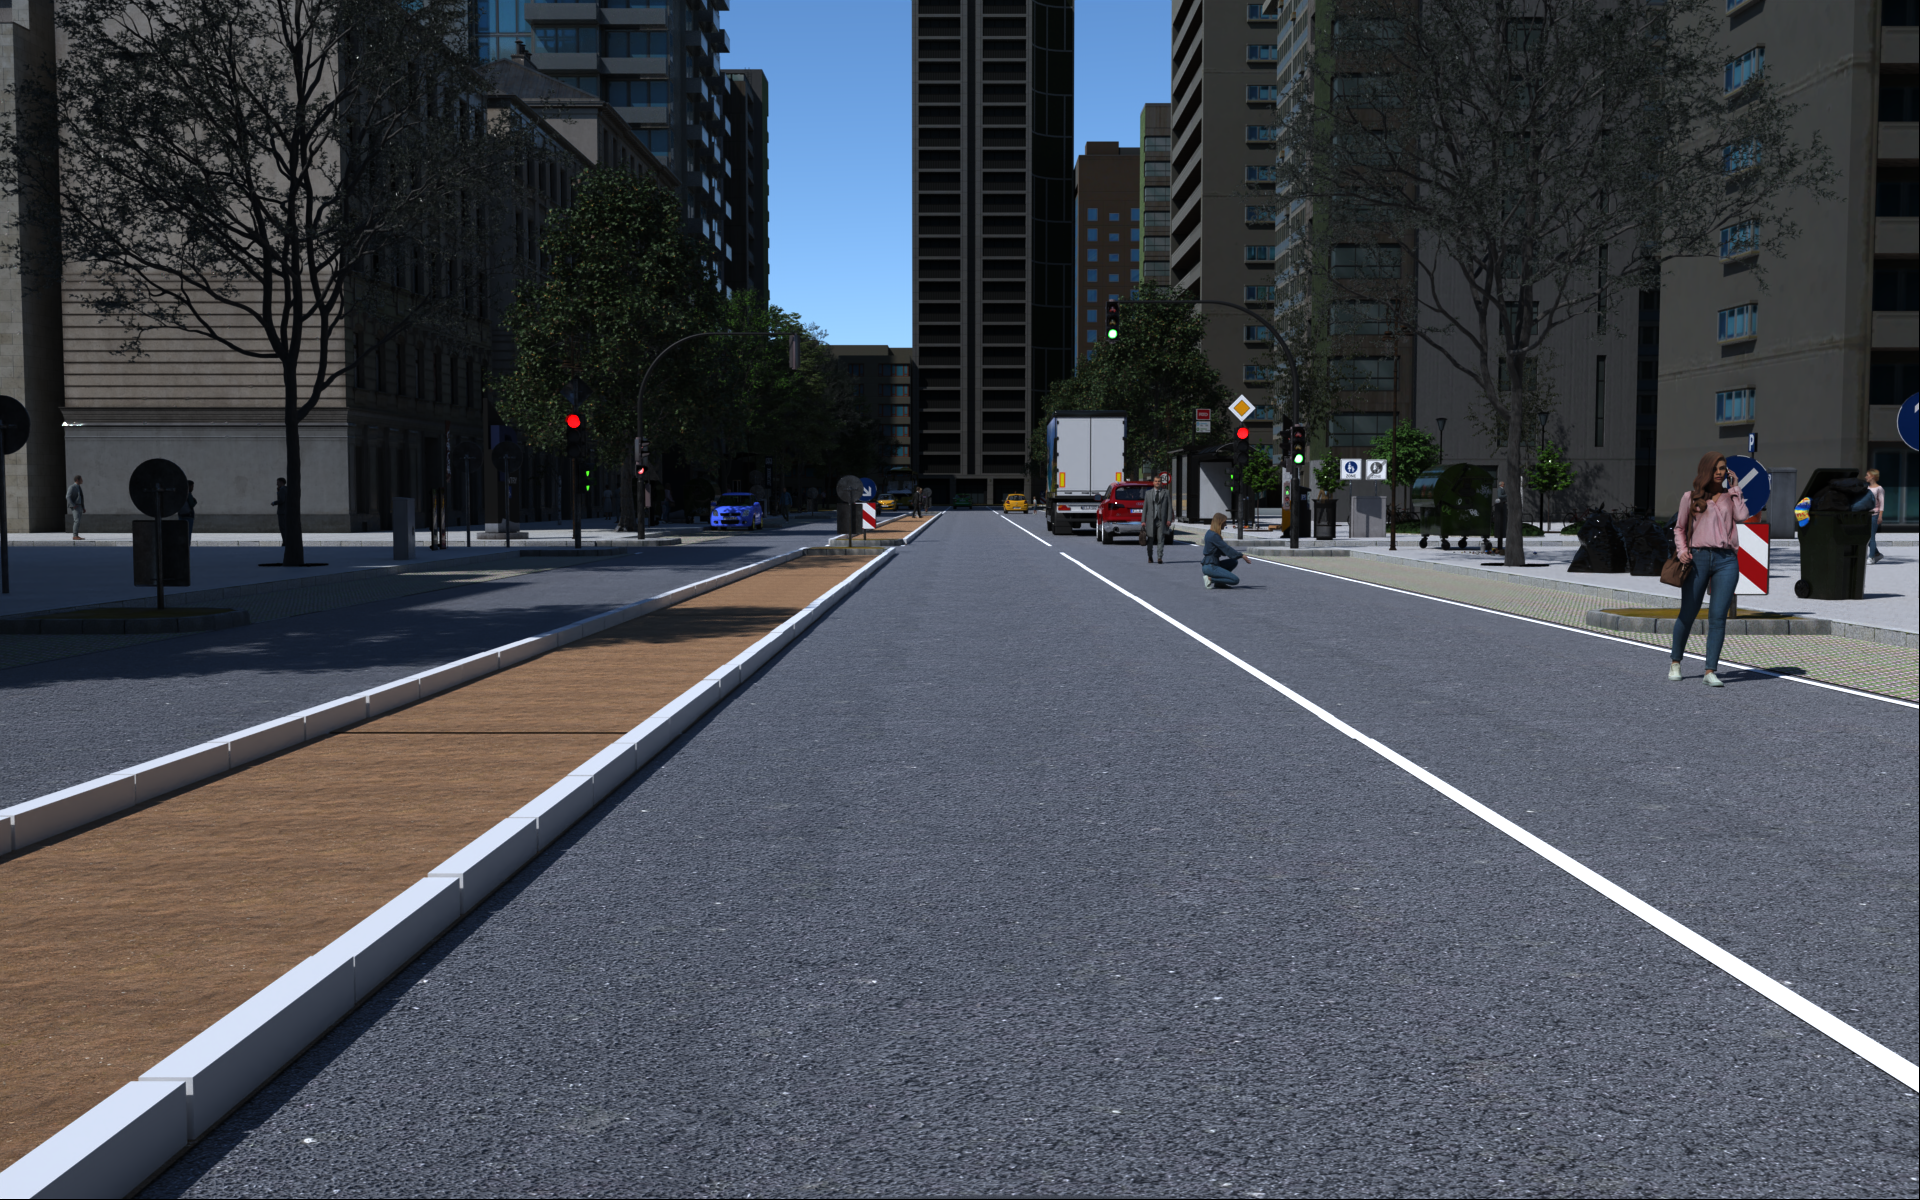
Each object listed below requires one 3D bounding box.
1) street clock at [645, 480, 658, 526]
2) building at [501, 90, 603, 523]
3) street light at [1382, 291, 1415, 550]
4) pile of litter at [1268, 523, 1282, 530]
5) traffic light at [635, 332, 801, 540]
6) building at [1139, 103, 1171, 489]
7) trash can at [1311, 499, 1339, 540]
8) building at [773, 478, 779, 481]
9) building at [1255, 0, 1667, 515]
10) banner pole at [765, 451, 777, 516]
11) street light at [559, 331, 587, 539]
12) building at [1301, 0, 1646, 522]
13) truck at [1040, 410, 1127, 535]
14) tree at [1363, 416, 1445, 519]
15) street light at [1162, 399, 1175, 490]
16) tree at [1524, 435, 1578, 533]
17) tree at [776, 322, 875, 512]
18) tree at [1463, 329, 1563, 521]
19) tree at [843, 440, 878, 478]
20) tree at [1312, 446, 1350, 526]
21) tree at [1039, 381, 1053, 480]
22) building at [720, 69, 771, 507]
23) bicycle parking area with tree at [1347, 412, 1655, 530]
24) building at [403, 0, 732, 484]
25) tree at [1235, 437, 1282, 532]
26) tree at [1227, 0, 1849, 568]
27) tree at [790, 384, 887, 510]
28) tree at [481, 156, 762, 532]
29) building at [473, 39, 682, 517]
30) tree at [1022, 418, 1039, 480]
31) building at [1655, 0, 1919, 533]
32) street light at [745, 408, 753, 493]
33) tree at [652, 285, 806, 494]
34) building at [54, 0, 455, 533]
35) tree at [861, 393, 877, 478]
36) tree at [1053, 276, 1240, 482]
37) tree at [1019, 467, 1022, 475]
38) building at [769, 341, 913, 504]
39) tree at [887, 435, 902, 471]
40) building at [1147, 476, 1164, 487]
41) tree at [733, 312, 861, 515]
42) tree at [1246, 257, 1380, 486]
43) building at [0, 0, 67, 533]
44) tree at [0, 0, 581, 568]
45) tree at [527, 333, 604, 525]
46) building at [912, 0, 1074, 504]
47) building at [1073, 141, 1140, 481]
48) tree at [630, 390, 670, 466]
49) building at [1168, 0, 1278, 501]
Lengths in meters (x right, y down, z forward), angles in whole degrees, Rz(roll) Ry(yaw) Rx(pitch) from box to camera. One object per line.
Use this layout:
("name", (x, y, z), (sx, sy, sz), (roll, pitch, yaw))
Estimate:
("street clock", (-12.237, -3.923, 68.710), (0.471, 2.002, 0.358), (1, 4, 21))
("building", (-24.048, -14.387, 84.385), (9.793, 20.994, 18.267), (0, 4, 0))
("street light", (9.877, -4.071, 39.342), (0.468, 5.910, 1.993), (0, 4, 0))
("pile of litter", (11.605, -2.933, 61.922), (1.176, 0.858, 1.719), (0, 4, 4))
("traffic light", (-6.883, -4.534, 48.802), (4.771, 5.953, 1.251), (0, 4, 0))
("building", (25.923, -30.636, 184.493), (14.154, 41.232, 14.086), (0, 4, 0))
("trash can", (10.165, -2.238, 48.250), (0.748, 1.137, 0.748), (0, 3, 0))
("building", (-34.293, -32.147, 180.229), (28.867, 44.769, 22.147), (0, 4, 0))
("building", (33.609, -25.659, 111.410), (32.217, 40.220, 23.993), (0, 4, 0))
("banner pole", (-10.887, -6.737, 100.167), (0.863, 3.779, 0.401), (0, 4, 3))
("street light", (-11.014, -4.684, 49.369), (0.468, 5.910, 1.993), (0, 4, 0))
("building", (23.868, -19.146, 84.742), (14.160, 30.474, 14.107), (0, 4, 0))
("truck", (4.482, -4.572, 63.668), (2.839, 4.237, 11.283), (0, 4, 1))
("tree", (18.755, -5.477, 73.263), (4.285, 4.588, 4.351), (0, 3, 0))
("street light", (10.111, -6.817, 84.247), (0.468, 5.910, 1.993), (0, 4, 0))
("tree", (19.264, -3.813, 56.949), (1.663, 3.219, 1.824), (0, 3, 0))
("tree", (-11.255, -12.975, 122.518), (12.009, 13.543, 11.850), (0, 3, 0))
("tree", (24.324, -7.649, 75.423), (4.360, 8.622, 3.978), (0, 3, 0))
("tree", (-11.144, -14.433, 186.334), (4.737, 8.622, 4.395), (0, 3, 0))
("tree", (14.906, -4.567, 69.265), (1.663, 3.219, 1.824), (0, 3, 0))
("tree", (10.948, -11.698, 108.263), (9.611, 12.733, 9.660), (0, 3, 0))
("building", (-25.586, -29.259, 161.974), (14.154, 41.232, 14.086), (0, 4, 0))
("bicycle parking area with tree", (19.438, -4.654, 63.092), (9.016, 4.147, 8.231), (-1, 4, -13))
("building", (-30.491, -31.739, 138.540), (23.786, 49.044, 30.456), (0, 4, 0))
("tree", (10.344, -3.959, 59.326), (1.663, 3.219, 1.824), (0, 3, 0))
("tree", (9.727, -7.345, 30.467), (12.009, 13.543, 11.850), (0, 3, 0))
("tree", (-10.654, -12.778, 143.333), (7.601, 10.594, 8.767), (0, 4, 5))
("tree", (-11.519, -8.688, 59.062), (9.611, 12.733, 9.660), (0, 3, 0))
("building", (-25.200, -18.904, 106.339), (12.463, 27.353, 25.104), (0, 4, 0))
("tree", (10.689, -13.390, 135.941), (9.611, 12.733, 9.660), (0, 3, 0))
("building", (38.982, -27.003, 65.205), (21.600, 48.544, 21.300), (0, 4, 0))
("street light", (-10.927, -7.138, 89.496), (0.468, 5.910, 1.993), (0, 4, 0))
("tree", (-11.229, -9.619, 83.030), (9.928, 11.665, 9.643), (0, 3, 0))
("building", (-24.663, -13.210, 65.136), (9.793, 20.994, 18.267), (0, 4, 0))
("tree", (-11.492, -14.635, 157.416), (7.486, 12.596, 7.792), (0, 3, 0))
("tree", (10.363, -10.657, 91.246), (9.611, 12.733, 9.660), (0, 3, 0))
("tree", (10.500, -15.265, 166.586), (9.611, 12.733, 9.660), (0, 3, 0))
("building", (-20.610, -23.530, 229.755), (28.899, 21.520, 27.650), (0, 4, 0))
("tree", (-11.047, -16.077, 197.269), (8.767, 10.594, 7.601), (-3, 4, -37))
("building", (34.600, -28.936, 164.989), (32.217, 40.220, 23.993), (0, 4, 0))
("tree", (-10.924, -11.592, 107.659), (7.486, 12.596, 7.792), (0, 3, 0))
("tree", (10.913, -6.401, 55.019), (4.360, 8.622, 3.978), (0, 3, 0))
("building", (-38.831, -12.632, 61.282), (16.860, 20.320, 10.420), (0, 4, 0))
("tree", (-11.788, -7.351, 30.565), (12.009, 13.543, 11.850), (0, 3, 0))
("tree", (-16.490, -7.407, 71.459), (4.360, 8.622, 3.978), (0, 3, 0))
("building", (4.356, -48.074, 224.254), (20.611, 71.187, 20.563), (0, 4, 0))
("building", (21.876, -35.043, 223.062), (14.200, 45.320, 14.600), (0, 4, 0))
("tree", (-16.729, -8.664, 92.025), (4.737, 8.622, 4.395), (0, 3, 0))
("building", (29.097, -31.695, 141.915), (21.300, 48.544, 21.600), (0, 4, 0))
